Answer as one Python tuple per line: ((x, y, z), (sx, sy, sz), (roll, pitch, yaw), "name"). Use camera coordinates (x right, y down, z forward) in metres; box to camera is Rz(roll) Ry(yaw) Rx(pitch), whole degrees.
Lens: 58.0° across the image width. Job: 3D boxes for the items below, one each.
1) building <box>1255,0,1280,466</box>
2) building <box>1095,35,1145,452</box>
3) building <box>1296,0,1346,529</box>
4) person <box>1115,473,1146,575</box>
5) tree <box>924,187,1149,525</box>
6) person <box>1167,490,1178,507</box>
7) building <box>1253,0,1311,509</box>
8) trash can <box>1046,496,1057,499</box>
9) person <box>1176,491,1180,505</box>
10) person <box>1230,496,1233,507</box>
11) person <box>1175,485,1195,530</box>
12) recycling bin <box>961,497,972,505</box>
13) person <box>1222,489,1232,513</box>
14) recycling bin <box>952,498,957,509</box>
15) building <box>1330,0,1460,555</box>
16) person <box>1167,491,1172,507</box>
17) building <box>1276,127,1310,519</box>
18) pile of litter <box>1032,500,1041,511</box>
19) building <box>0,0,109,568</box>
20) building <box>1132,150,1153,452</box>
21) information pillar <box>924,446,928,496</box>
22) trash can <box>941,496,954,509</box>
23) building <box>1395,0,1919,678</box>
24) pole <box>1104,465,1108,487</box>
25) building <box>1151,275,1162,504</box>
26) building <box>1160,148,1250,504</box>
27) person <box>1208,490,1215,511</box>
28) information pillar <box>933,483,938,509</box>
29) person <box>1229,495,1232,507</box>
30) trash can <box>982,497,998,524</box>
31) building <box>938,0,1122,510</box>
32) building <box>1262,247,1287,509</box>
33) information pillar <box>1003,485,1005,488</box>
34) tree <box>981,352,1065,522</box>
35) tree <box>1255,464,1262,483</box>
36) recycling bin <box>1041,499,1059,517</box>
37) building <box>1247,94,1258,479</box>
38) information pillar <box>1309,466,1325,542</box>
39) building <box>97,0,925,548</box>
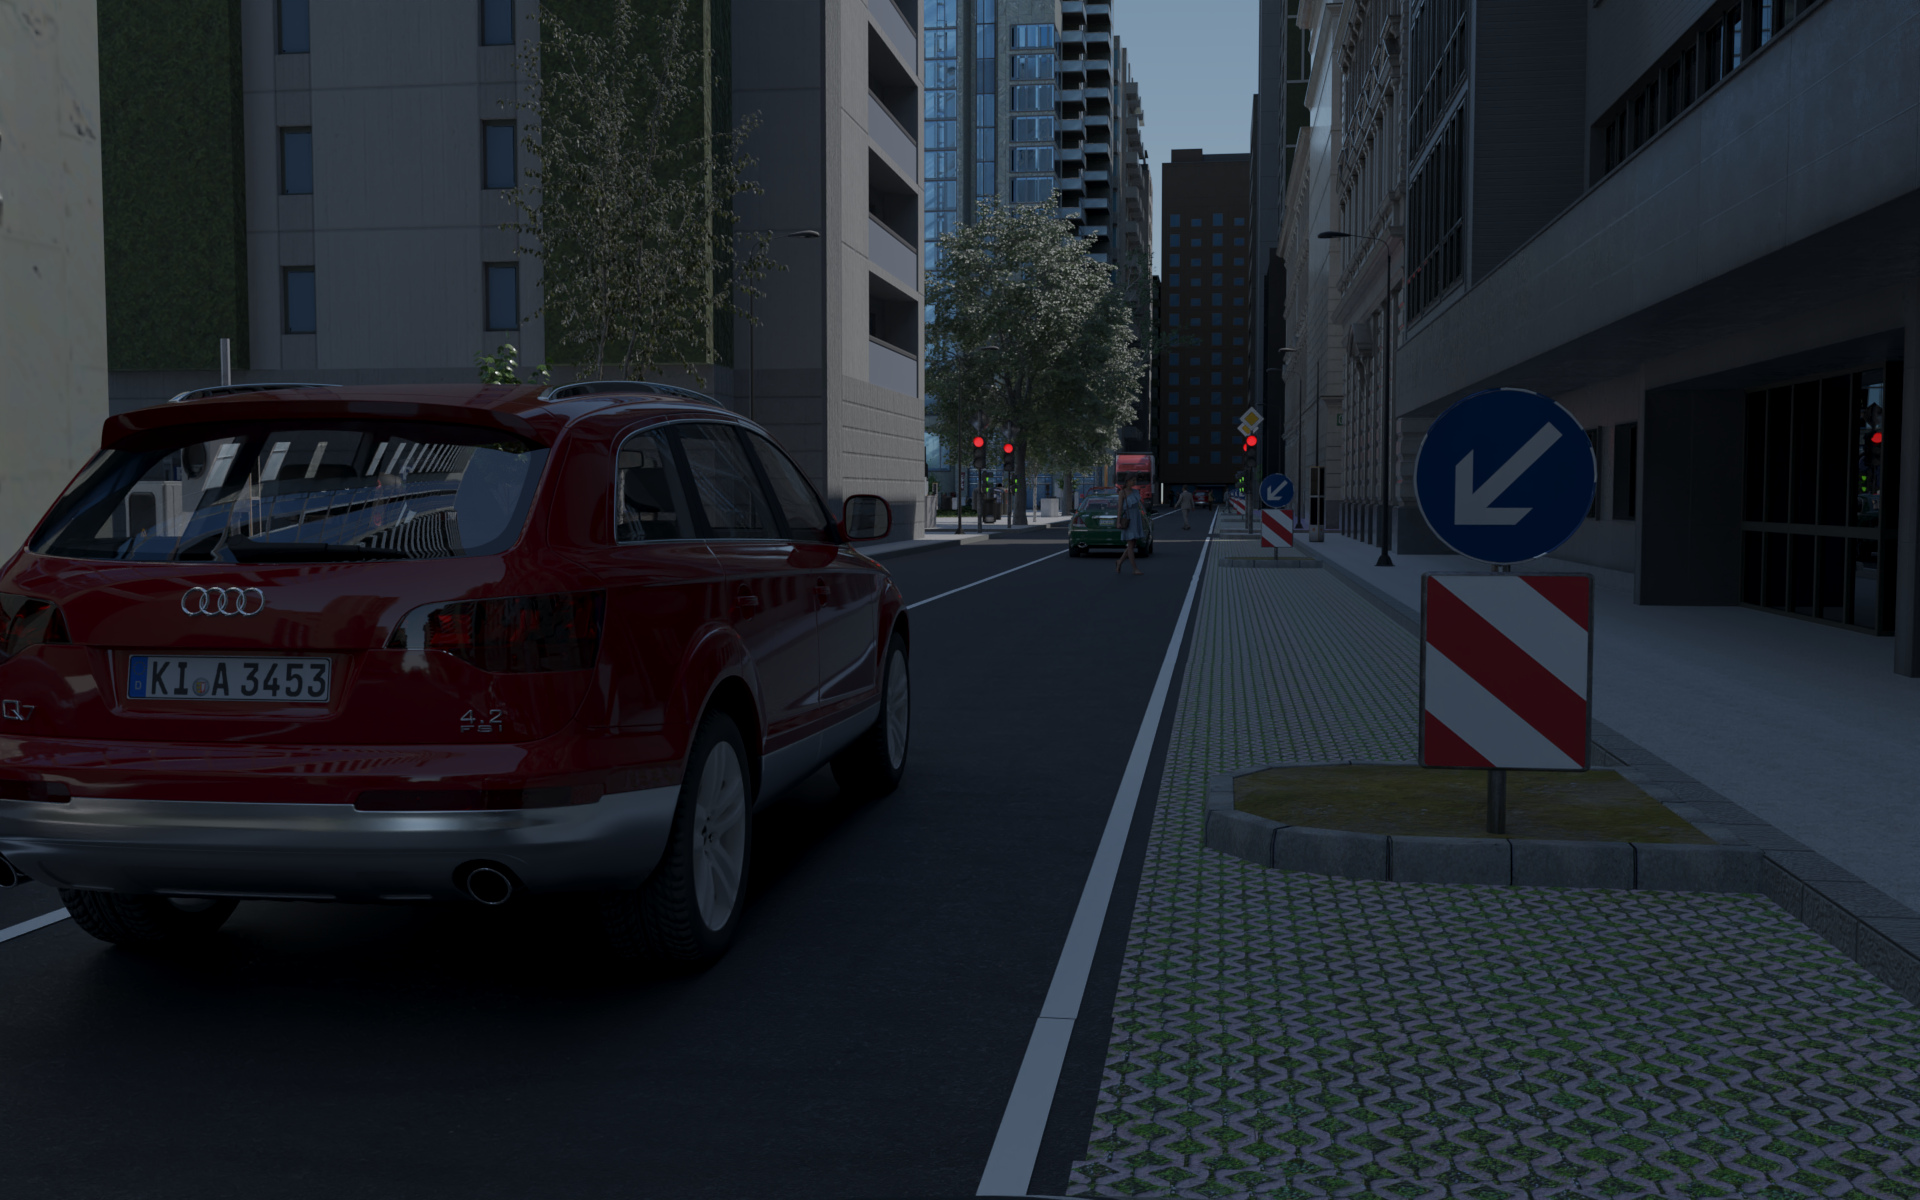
((40.578, -38.695, 174.668), (21.231, 58.520, 28.212), (1, 4, 9), "building")
((8.228, -34.640, 185.978), (23.786, 49.044, 30.456), (1, 4, 9), "building")
((35.746, -17.777, 67.076), (44.131, 29.872, 17.030), (1, 4, 9), "building")
((2.976, -1.358, 30.790), (0.616, 1.811, 0.778), (-2, 4, -35), "person")
((2.387, -10.090, 71.621), (9.857, 13.997, 8.962), (0, 3, 0), "tree")
((22.835, -10.867, 186.196), (1.348, 1.821, 0.705), (2, 4, 33), "person")
((36.092, -43.549, 150.274), (20.563, 71.187, 20.611), (1, 4, 9), "building")
((6.043, -6.296, 114.588), (0.748, 1.137, 0.748), (0, 3, 0), "trash can")
((26.240, -12.241, 209.171), (0.617, 1.759, 0.750), (3, 4, 37), "person")
((29.353, -10.888, 187.239), (1.217, 1.743, 0.721), (3, 4, 38), "person")
((9.026, -3.700, 69.273), (0.678, 1.792, 0.850), (-2, 4, -25), "person")
((0.540, -7.744, 139.176), (0.722, 1.027, 0.722), (1, 4, 20), "recycling bin")
((20.158, -7.463, 130.620), (0.850, 1.850, 0.679), (-1, 4, -10), "person")
((-0.572, -6.487, 118.609), (0.722, 1.027, 0.722), (0, 4, -2), "recycling bin")
((15.367, -13.179, 44.355), (11.050, 23.489, 19.941), (1, 4, 9), "building")
((23.131, -11.117, 190.273), (0.705, 1.822, 1.348), (2, 4, 35), "person")
((26.313, -16.787, 110.629), (11.583, 22.565, 21.152), (1, 4, 9), "building")
((6.428, -7.360, 134.299), (1.719, 0.858, 1.176), (0, 4, 0), "pile of litter")
((-19.648, -42.063, 0.395), (22.319, 86.520, 31.000), (1, 4, 9), "building")
((15.988, -32.087, 208.209), (14.086, 41.232, 14.154), (1, 4, 9), "building")
((-1.849, -5.715, 84.799), (0.504, 3.616, 0.183), (3, 5, 39), "information pillar")
((-0.761, -5.681, 104.536), (0.748, 1.137, 0.748), (0, 3, 0), "trash can")
((13.595, -12.225, 18.942), (14.314, 24.678, 30.058), (1, 4, 9), "building")
((9.838, -7.517, 116.741), (0.158, 3.312, 0.155), (0, 3, 0), "pole")
((19.686, -28.004, 229.566), (14.107, 30.474, 14.160), (1, 4, 9), "building")
((33.685, -35.285, 227.026), (14.200, 45.320, 14.600), (1, 4, 9), "building")
((21.031, -8.348, 145.081), (0.705, 1.812, 1.348), (-1, 4, -13), "person")
((-1.660, -6.812, 115.861), (0.304, 2.012, 0.304), (0, 4, 7), "information pillar")
((26.856, -9.906, 170.462), (1.348, 1.824, 0.705), (-3, 4, -39), "person")
((1.266, -3.872, 74.957), (0.748, 1.137, 0.748), (0, 3, 0), "trash can")
((3.750, -51.487, 154.490), (22.319, 86.520, 31.000), (1, 4, 9), "building")
((28.990, -18.299, 128.868), (12.332, 23.373, 15.834), (1, 4, 9), "building")
((3.271, -7.951, 134.492), (0.304, 2.012, 0.304), (3, 5, 45), "information pillar")
((3.263, -7.888, 79.329), (4.737, 8.622, 4.395), (0, 3, 0), "tree")
((25.410, -9.594, 140.568), (4.285, 4.588, 4.351), (0, 3, 0), "tree")
((4.939, -5.065, 95.371), (0.722, 1.027, 0.722), (3, 5, 43), "recycling bin")
((44.196, -35.221, 199.569), (21.300, 48.544, 21.600), (1, 4, 9), "building")
((9.521, -2.549, 46.176), (0.304, 2.012, 0.304), (3, 5, 44), "information pillar")
((-15.549, -30.856, 46.499), (28.212, 58.520, 21.231), (1, 4, 9), "building")
